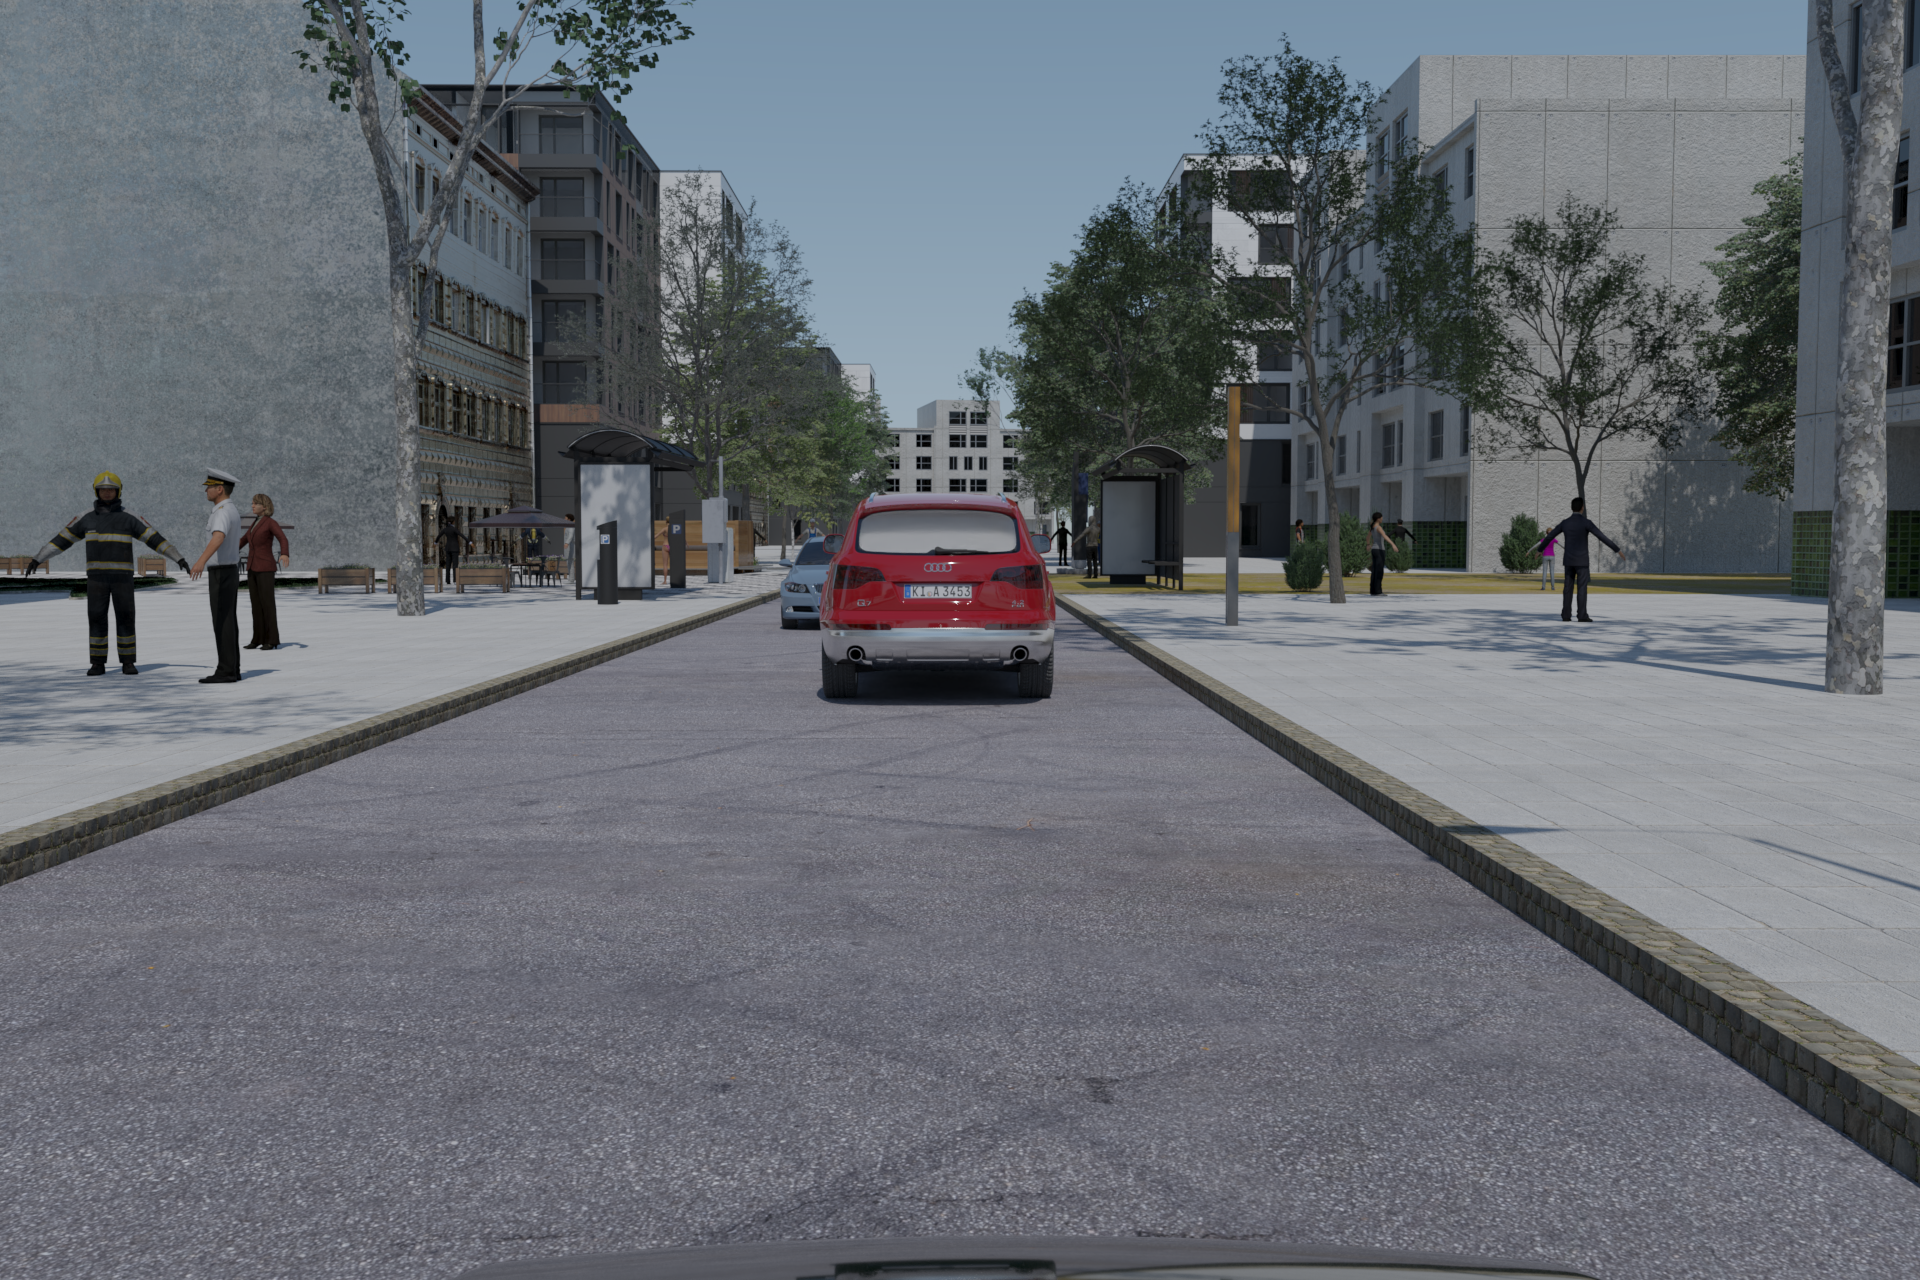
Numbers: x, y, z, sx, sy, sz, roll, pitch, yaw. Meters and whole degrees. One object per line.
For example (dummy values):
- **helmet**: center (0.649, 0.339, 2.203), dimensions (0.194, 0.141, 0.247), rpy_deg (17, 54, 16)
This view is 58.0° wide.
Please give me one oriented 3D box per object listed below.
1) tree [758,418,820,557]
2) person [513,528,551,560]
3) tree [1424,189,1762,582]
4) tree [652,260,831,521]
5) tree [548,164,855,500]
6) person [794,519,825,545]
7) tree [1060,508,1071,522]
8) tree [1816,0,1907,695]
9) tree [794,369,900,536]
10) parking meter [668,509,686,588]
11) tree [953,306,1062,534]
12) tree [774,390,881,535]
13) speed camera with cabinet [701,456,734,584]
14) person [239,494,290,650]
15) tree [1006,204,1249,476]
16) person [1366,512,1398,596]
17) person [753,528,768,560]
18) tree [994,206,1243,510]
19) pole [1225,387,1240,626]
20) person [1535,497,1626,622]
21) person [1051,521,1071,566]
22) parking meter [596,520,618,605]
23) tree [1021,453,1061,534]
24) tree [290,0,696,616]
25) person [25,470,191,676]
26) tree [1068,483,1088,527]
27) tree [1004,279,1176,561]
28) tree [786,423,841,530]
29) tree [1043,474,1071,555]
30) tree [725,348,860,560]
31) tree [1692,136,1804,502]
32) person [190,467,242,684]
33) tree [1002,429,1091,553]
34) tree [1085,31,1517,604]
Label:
- **tree**: center (-9.309, -8.890, 95.706), dimensions (4.737, 8.622, 4.395), rpy_deg (0, 3, 0)
- **person**: center (-15.624, -3.518, 63.295), dimensions (1.354, 1.856, 0.705), rpy_deg (-2, 4, -25)
- **tree**: center (16.742, -6.834, 46.156), dimensions (8.767, 10.594, 7.601), rpy_deg (1, 4, 10)
- **tree**: center (-9.354, -9.419, 72.125), dimensions (7.486, 12.596, 7.792), rpy_deg (0, 3, 0)
- **tree**: center (-8.624, -9.071, 58.677), dimensions (12.009, 13.543, 11.850), rpy_deg (0, 3, 0)
- **person**: center (-5.376, -3.503, 63.135), dimensions (1.347, 1.847, 0.705), rpy_deg (-1, 4, -10)
- **tree**: center (15.286, -17.293, 233.101), dimensions (4.737, 8.622, 4.395), rpy_deg (0, 3, 0)
- **tree**: center (8.655, -9.609, 12.997), dimensions (12.611, 20.169, 13.585), rpy_deg (0, 3, 0)
- **tree**: center (-9.207, -13.796, 132.228), dimensions (9.857, 13.997, 8.962), rpy_deg (0, 3, 0)
- **parking meter**: center (-6.715, -2.163, 41.071), dimensions (0.399, 1.863, 0.255), rpy_deg (0, 4, -1)
- **tree**: center (5.736, -17.348, 139.531), dimensions (12.611, 20.169, 13.585), rpy_deg (0, 3, 0)
- **tree**: center (-8.843, -11.720, 117.376), dimensions (9.928, 11.665, 9.643), rpy_deg (0, 3, 0)
- **speed camera with cabinet**: center (-6.284, -3.091, 44.880), dimensions (0.660, 3.252, 2.038), rpy_deg (0, 4, -1)
- **person**: center (-7.782, -0.755, 19.146), dimensions (1.215, 1.729, 0.721), rpy_deg (2, 4, 35)
- **tree**: center (4.725, -7.040, 49.514), dimensions (7.601, 10.594, 8.767), rpy_deg (1, 4, 11)
- **person**: center (8.722, -1.778, 35.875), dimensions (0.721, 1.737, 1.217), rpy_deg (-1, 4, -15)
- **person**: center (-8.290, -3.825, 68.756), dimensions (1.346, 1.802, 0.704), rpy_deg (-2, 4, -28)
- **tree**: center (6.390, -9.844, 67.607), dimensions (9.857, 13.997, 8.962), rpy_deg (0, 3, 0)
- **pole**: center (3.798, -1.851, 24.112), dimensions (0.158, 3.312, 0.155), rpy_deg (0, 3, 0)
- **person**: center (9.005, -1.176, 25.270), dimensions (1.345, 1.823, 0.704), rpy_deg (3, 5, 42)
- **person**: center (4.137, -3.853, 69.182), dimensions (1.347, 1.806, 0.705), rpy_deg (2, 4, 32)
- **parking meter**: center (-6.422, -1.414, 31.533), dimensions (0.372, 1.533, 0.369), rpy_deg (0, 3, 0)
- **tree**: center (5.571, -10.601, 123.687), dimensions (4.360, 8.622, 3.978), rpy_deg (0, 3, 0)
- **tree**: center (-7.484, -10.388, 25.736), dimensions (12.611, 20.169, 13.585), rpy_deg (0, 3, 0)
- **person**: center (-7.731, -0.611, 15.755), dimensions (1.351, 1.858, 0.704), rpy_deg (-1, 4, -23)
- **tree**: center (6.120, -8.688, 92.405), dimensions (4.360, 8.622, 3.978), rpy_deg (0, 3, 0)
- **tree**: center (6.713, -10.784, 82.981), dimensions (9.857, 13.997, 8.962), rpy_deg (0, 3, 0)
- **tree**: center (-8.748, -9.246, 101.539), dimensions (4.737, 8.622, 4.395), rpy_deg (0, 3, 0)
- **tree**: center (5.967, -9.401, 104.069), dimensions (4.360, 8.622, 3.978), rpy_deg (0, 3, 0)
- **tree**: center (-8.480, -9.271, 85.996), dimensions (7.601, 10.594, 8.767), rpy_deg (-1, 4, -15)
- **tree**: center (26.371, -8.795, 50.457), dimensions (9.857, 13.997, 8.962), rpy_deg (0, 3, 0)
- **person**: center (-6.409, -0.563, 14.996), dimensions (0.704, 1.855, 1.343), rpy_deg (-1, 4, -13)
- **tree**: center (6.332, -11.123, 116.270), dimensions (7.601, 10.594, 8.767), rpy_deg (0, 4, -6)
- **tree**: center (6.825, -5.970, 32.017), dimensions (8.767, 10.594, 7.601), rpy_deg (-2, 4, -32)
